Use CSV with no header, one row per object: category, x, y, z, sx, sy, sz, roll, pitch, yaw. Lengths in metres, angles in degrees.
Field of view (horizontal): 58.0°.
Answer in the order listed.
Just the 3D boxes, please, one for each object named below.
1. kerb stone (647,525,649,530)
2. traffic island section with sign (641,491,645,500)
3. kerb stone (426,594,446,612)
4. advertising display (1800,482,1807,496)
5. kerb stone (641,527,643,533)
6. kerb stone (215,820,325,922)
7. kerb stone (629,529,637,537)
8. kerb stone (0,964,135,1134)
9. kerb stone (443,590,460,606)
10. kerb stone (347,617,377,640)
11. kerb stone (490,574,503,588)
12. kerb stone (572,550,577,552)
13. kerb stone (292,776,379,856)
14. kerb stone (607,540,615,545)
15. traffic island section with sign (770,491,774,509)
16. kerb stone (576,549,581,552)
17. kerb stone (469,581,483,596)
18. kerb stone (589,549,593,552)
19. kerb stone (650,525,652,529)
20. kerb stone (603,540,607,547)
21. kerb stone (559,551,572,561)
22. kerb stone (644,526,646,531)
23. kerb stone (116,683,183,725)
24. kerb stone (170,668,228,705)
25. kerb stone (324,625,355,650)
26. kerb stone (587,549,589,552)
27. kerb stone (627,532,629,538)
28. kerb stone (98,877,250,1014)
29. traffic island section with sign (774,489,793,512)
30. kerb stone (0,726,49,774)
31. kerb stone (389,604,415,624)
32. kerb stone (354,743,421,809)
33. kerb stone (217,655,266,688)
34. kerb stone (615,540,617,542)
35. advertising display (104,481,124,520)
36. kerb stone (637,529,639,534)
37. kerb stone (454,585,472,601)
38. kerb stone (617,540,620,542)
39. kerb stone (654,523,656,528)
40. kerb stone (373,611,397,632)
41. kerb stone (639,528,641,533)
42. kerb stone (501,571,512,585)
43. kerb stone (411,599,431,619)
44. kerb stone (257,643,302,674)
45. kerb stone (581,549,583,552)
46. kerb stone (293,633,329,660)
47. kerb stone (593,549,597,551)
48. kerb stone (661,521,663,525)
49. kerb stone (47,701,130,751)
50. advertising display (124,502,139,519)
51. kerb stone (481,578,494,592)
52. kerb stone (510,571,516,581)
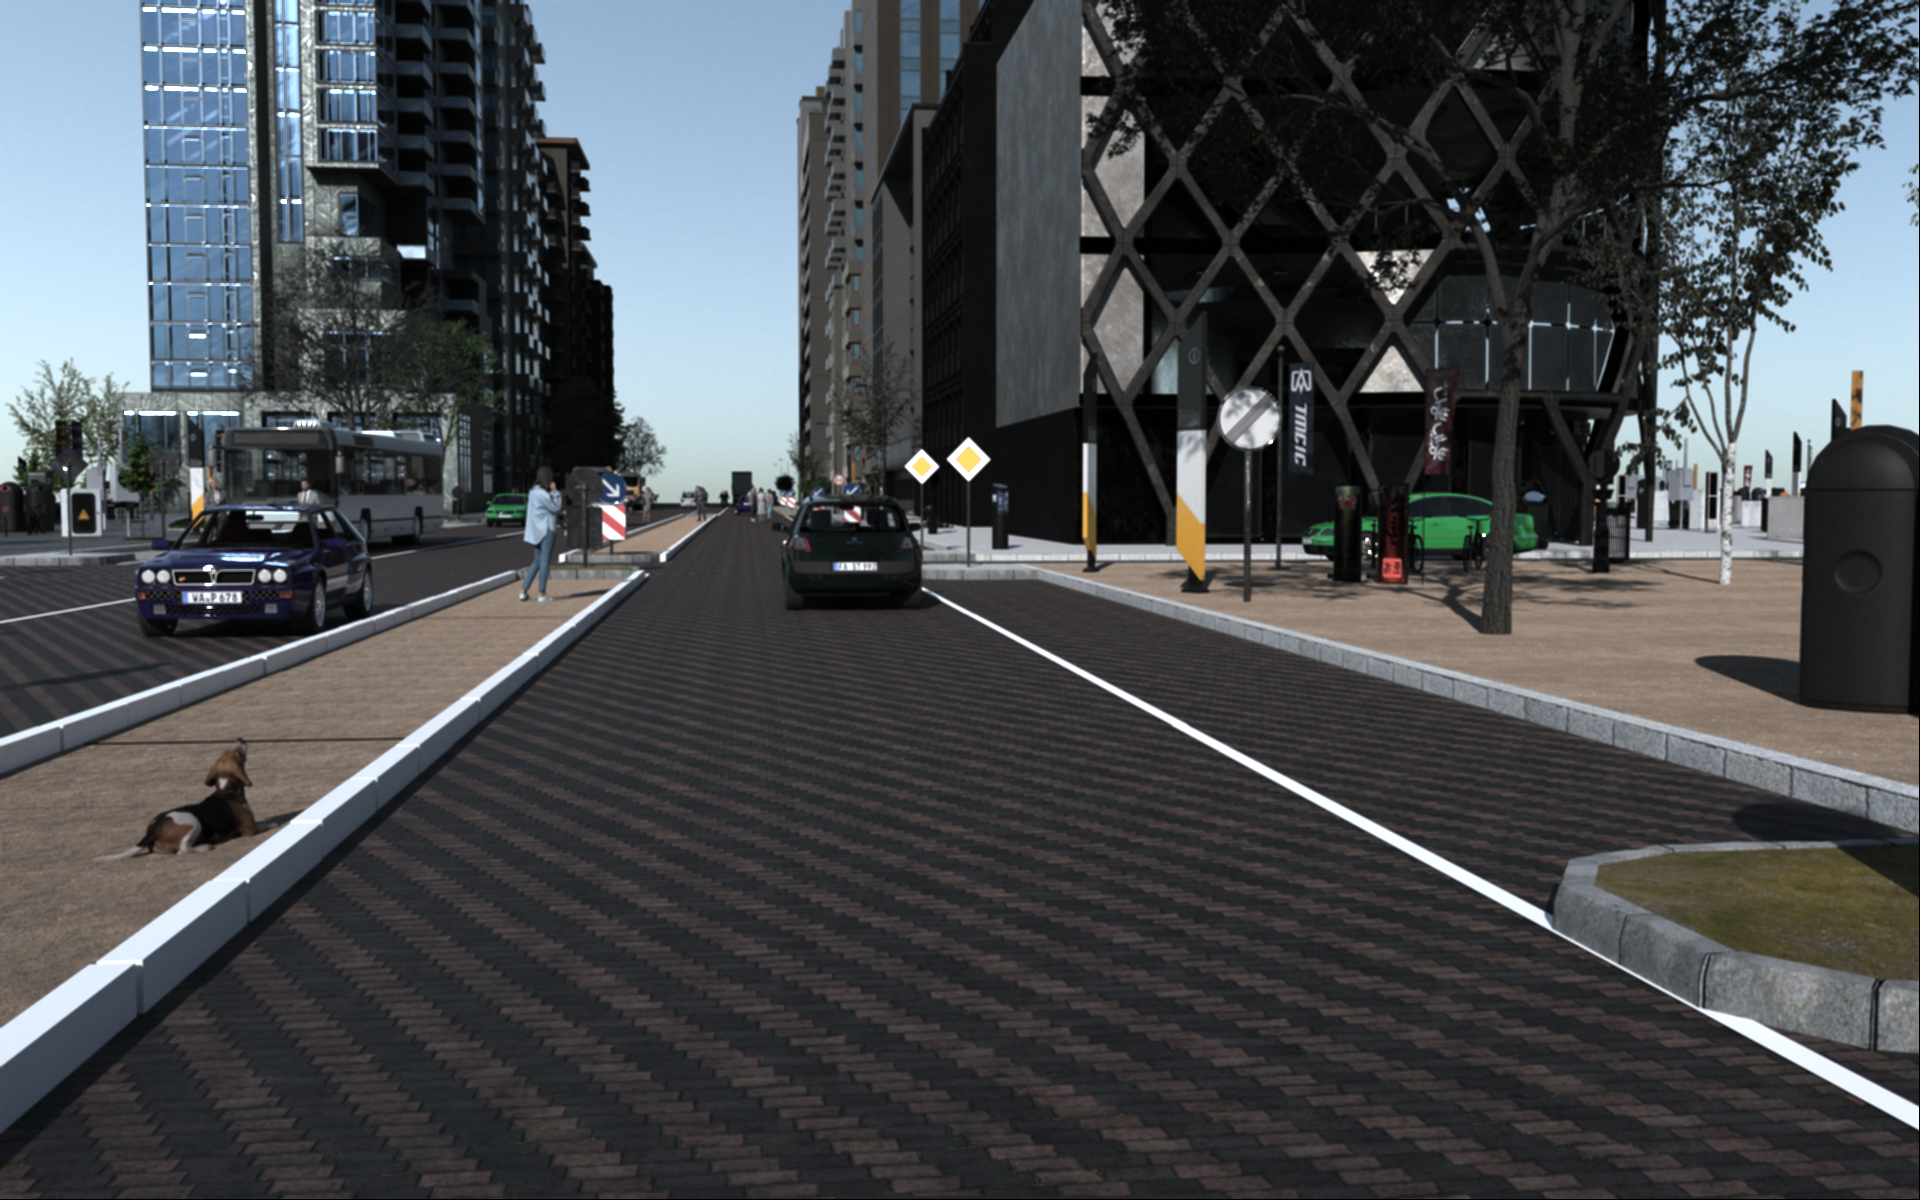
kerb stone,-12.155,-2.714,66.587,0.120,0.150,1.000,0,4,-7
traffic island section with sign,-44.500,-14.372,243.604,1.989,1.847,2.006,0,4,-7
kerb stone,-6.494,0.056,21.288,0.120,0.150,1.000,0,4,-7
advertising display,46.194,-5.456,94.425,0.974,1.923,0.123,0,4,-7
kerb stone,-11.641,-2.467,62.523,0.120,0.150,1.000,0,4,-7
kerb stone,-2.496,0.977,6.279,0.120,0.150,1.000,0,4,-7
kerb stone,-11.261,-2.278,59.459,0.120,0.150,1.000,0,4,-7
kerb stone,-2.255,1.099,4.243,0.120,0.150,1.000,0,4,-7
kerb stone,-6.621,0.000,22.303,0.120,0.150,1.000,0,4,-7
kerb stone,-5.990,0.305,17.204,0.120,0.150,1.000,0,4,-7
kerb stone,-7.132,-0.256,26.382,0.120,0.150,1.000,0,4,-7
kerb stone,-8.586,-0.969,38.094,0.120,0.150,1.000,0,4,-7
kerb stone,-2.631,0.911,7.305,0.120,0.150,1.000,0,4,-7
kerb stone,-9.994,-1.651,49.282,0.120,0.150,1.000,0,4,-7
traffic island section with sign,-16.889,-9.523,164.332,1.989,1.847,2.006,0,4,-7
kerb stone,-8.721,-1.035,39.117,0.120,0.150,1.000,0,4,-7
kerb stone,-6.880,-0.130,24.341,0.120,0.150,1.000,0,4,-7
kerb stone,-9.101,-1.221,42.173,0.120,0.150,1.000,0,4,-7
kerb stone,-12.407,-2.839,68.619,0.120,0.150,1.000,0,4,-7
kerb stone,-9.606,-1.470,46.237,0.120,0.150,1.000,0,4,-7
kerb stone,-8.467,-0.910,37.078,0.120,0.150,1.000,0,4,-7
kerb stone,-11.900,-2.591,64.552,0.120,0.150,1.000,0,4,-7
kerb stone,-5.225,0.678,11.106,0.120,0.150,1.000,0,4,-7
kerb stone,-5.354,0.616,12.123,0.120,0.150,1.000,0,4,-7
kerb stone,-5.859,0.370,16.190,0.120,0.150,1.000,0,4,-7
kerb stone,-8.984,-1.156,41.158,0.120,0.150,1.000,0,4,-7
kerb stone,-10.751,-2.030,55.392,0.120,0.150,1.000,0,4,-7
kerb stone,-2.371,1.036,5.259,0.120,0.150,1.000,0,4,-7
traffic island section with sign,-13.450,-7.837,136.766,1.989,1.847,2.006,0,4,-7
kerb stone,-4.973,0.803,9.074,0.120,0.150,1.000,0,4,-7
kerb stone,-6.244,0.180,19.249,0.120,0.150,1.000,0,4,-7
kerb stone,-2.759,0.849,8.331,0.120,0.150,1.000,0,4,-7
kerb stone,-5.485,0.558,13.137,0.120,0.150,1.000,0,4,-7
kerb stone,-10.121,-1.717,50.297,0.120,0.150,1.000,0,4,-7
advertising display,-42.739,-5.010,87.128,0.123,1.923,0.974,3,4,36
kerb stone,-11.390,-2.341,60.475,0.120,0.150,1.000,0,4,-7
kerb stone,-6.747,-0.069,23.320,0.120,0.150,1.000,0,4,-7
kerb stone,-10.249,-1.781,51.320,0.120,0.150,1.000,0,4,-7
kerb stone,-12.787,-3.024,71.669,0.120,0.150,1.000,0,4,-7
kerb stone,-6.116,0.247,18.229,0.120,0.150,1.000,0,4,-7
kerb stone,-11.516,-2.404,61.501,0.120,0.150,1.000,0,4,-7
kerb stone,-7.259,-0.318,27.396,0.120,0.150,1.000,0,4,-7
kerb stone,-6.366,0.118,20.264,0.120,0.150,1.000,0,4,-7
kerb stone,-5.595,0.491,14.160,0.120,0.150,1.000,0,4,-7
kerb stone,-8.843,-1.094,40.137,0.120,0.150,1.000,0,4,-7
kerb stone,-5.734,0.430,15.175,0.120,0.150,1.000,0,4,-7
kerb stone,-9.357,-1.346,44.201,0.120,0.150,1.000,0,4,-7
kerb stone,-13.556,-3.400,77.782,0.120,0.150,1.000,0,4,-7
kerb stone,-5.093,0.740,10.092,0.120,0.150,1.000,0,4,-7
advertising display,-42.382,-5.088,88.405,0.123,1.923,0.974,2,4,30
kerb stone,-7.003,-0.189,25.368,0.120,0.150,1.000,0,4,-7
kerb stone,-7.386,-0.380,28.415,0.120,0.150,1.000,0,4,-7
